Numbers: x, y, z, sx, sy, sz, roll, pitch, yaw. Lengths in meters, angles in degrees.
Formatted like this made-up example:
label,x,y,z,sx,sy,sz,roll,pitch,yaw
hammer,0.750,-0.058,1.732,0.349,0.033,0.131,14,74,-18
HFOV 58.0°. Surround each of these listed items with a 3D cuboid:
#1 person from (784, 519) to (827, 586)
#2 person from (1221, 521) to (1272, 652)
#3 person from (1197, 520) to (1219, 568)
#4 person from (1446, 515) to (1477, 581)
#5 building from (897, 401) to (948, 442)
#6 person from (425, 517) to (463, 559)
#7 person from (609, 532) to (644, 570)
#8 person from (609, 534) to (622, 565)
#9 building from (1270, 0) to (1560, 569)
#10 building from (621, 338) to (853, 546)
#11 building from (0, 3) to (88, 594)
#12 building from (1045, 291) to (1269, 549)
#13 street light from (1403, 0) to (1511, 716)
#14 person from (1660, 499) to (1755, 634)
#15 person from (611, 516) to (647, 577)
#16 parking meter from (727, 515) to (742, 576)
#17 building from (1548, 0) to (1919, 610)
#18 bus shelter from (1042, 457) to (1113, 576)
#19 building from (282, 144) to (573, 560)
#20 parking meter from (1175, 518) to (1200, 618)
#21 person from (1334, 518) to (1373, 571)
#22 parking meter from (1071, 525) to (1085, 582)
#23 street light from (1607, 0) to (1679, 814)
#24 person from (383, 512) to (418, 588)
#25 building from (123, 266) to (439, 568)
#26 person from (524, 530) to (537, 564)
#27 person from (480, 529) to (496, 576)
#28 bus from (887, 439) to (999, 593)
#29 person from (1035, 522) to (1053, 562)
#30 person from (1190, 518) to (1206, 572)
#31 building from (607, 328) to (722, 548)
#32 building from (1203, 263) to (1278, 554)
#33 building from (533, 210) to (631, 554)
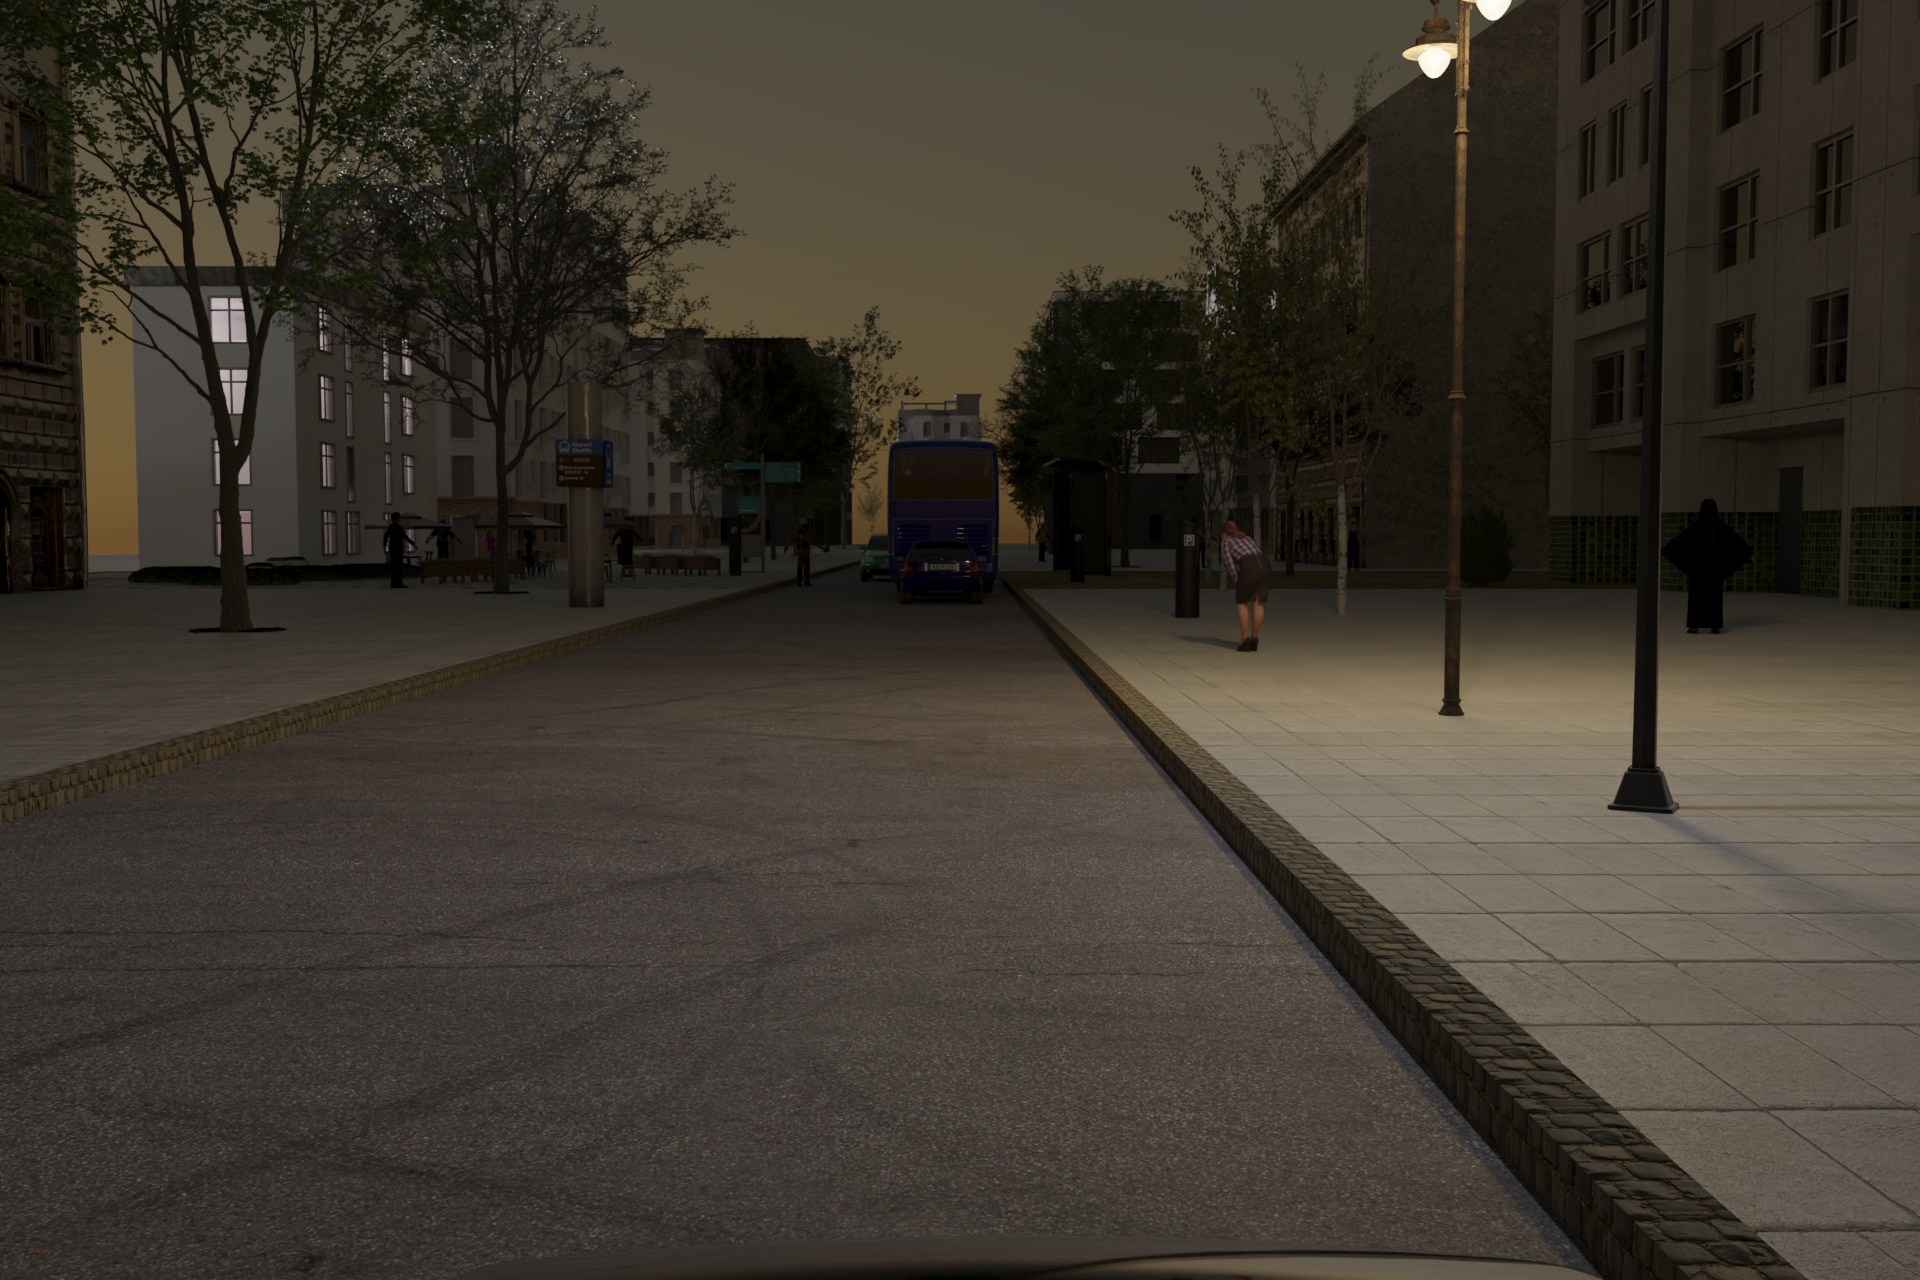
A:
label,x,y,z,sx,sy,sz,roll,pitch,yaw
person,-4.282,-2.401,47.478,1.354,1.858,0.705,-3,4,-36
person,3.095,-0.592,18.950,0.421,1.427,0.697,-2,4,-29
person,9.081,-3.614,65.224,1.348,1.813,0.705,2,4,27
person,13.984,-2.518,47.304,1.347,1.817,0.704,0,4,7
building,-8.285,-23.173,237.748,11.380,20.090,16.016,0,4,4
person,-17.547,-3.243,58.799,1.354,1.856,0.705,-3,5,-42
person,-11.843,-3.391,61.707,1.348,1.796,0.705,1,4,15
person,-14.296,-4.039,72.497,0.721,1.772,1.216,2,4,25
building,24.219,-14.786,72.674,19.493,23.208,18.063,0,3,0
building,-26.932,-21.567,196.595,27.936,21.610,32.646,0,4,-1
building,-29.450,-12.202,30.428,19.493,23.208,18.063,0,4,0
building,21.777,-19.450,161.989,27.936,21.610,32.646,0,3,0
street light,3.483,-2.404,12.097,0.468,5.910,1.993,0,4,0
person,9.594,-0.949,22.301,1.214,1.737,0.721,1,4,9
person,-9.959,-2.800,51.917,1.346,1.812,0.704,2,4,29
parking meter,-6.957,-2.919,53.445,0.399,1.863,0.255,0,4,2
building,24.178,-10.019,30.265,16.747,18.905,31.486,0,3,0
bus shelter,3.779,-3.963,56.082,1.731,3.624,6.357,0,4,-2
building,-26.878,-14.007,85.433,16.016,20.090,11.380,0,4,0
parking meter,3.489,-1.109,26.548,0.372,1.533,0.369,0,3,0
person,13.746,-3.345,60.544,1.347,1.847,0.705,1,4,12
parking meter,3.133,-2.306,46.113,0.372,1.533,0.369,0,3,0
street light,3.741,-2.164,7.927,1.470,5.913,1.316,0,4,0
person,-13.346,-2.137,41.122,1.347,1.806,0.705,3,4,39
building,-25.436,-7.723,68.422,9.099,9.664,28.070,0,4,0
person,-16.828,-3.777,67.695,0.705,1.837,1.347,0,4,4
person,-14.308,-2.674,52.990,0.599,1.433,0.991,2,4,34
bus,-0.368,-3.274,45.077,2.896,3.916,12.251,0,3,0
person,3.771,-4.467,79.012,0.705,1.833,1.349,3,4,36
person,7.846,-3.172,58.046,0.705,1.806,1.347,-3,5,-41
building,-28.897,-18.584,160.263,16.016,20.090,11.380,0,4,1
building,22.419,-16.241,121.967,16.016,20.090,11.380,0,4,0
building,-27.008,-15.043,102.373,16.016,20.090,11.380,0,4,1
